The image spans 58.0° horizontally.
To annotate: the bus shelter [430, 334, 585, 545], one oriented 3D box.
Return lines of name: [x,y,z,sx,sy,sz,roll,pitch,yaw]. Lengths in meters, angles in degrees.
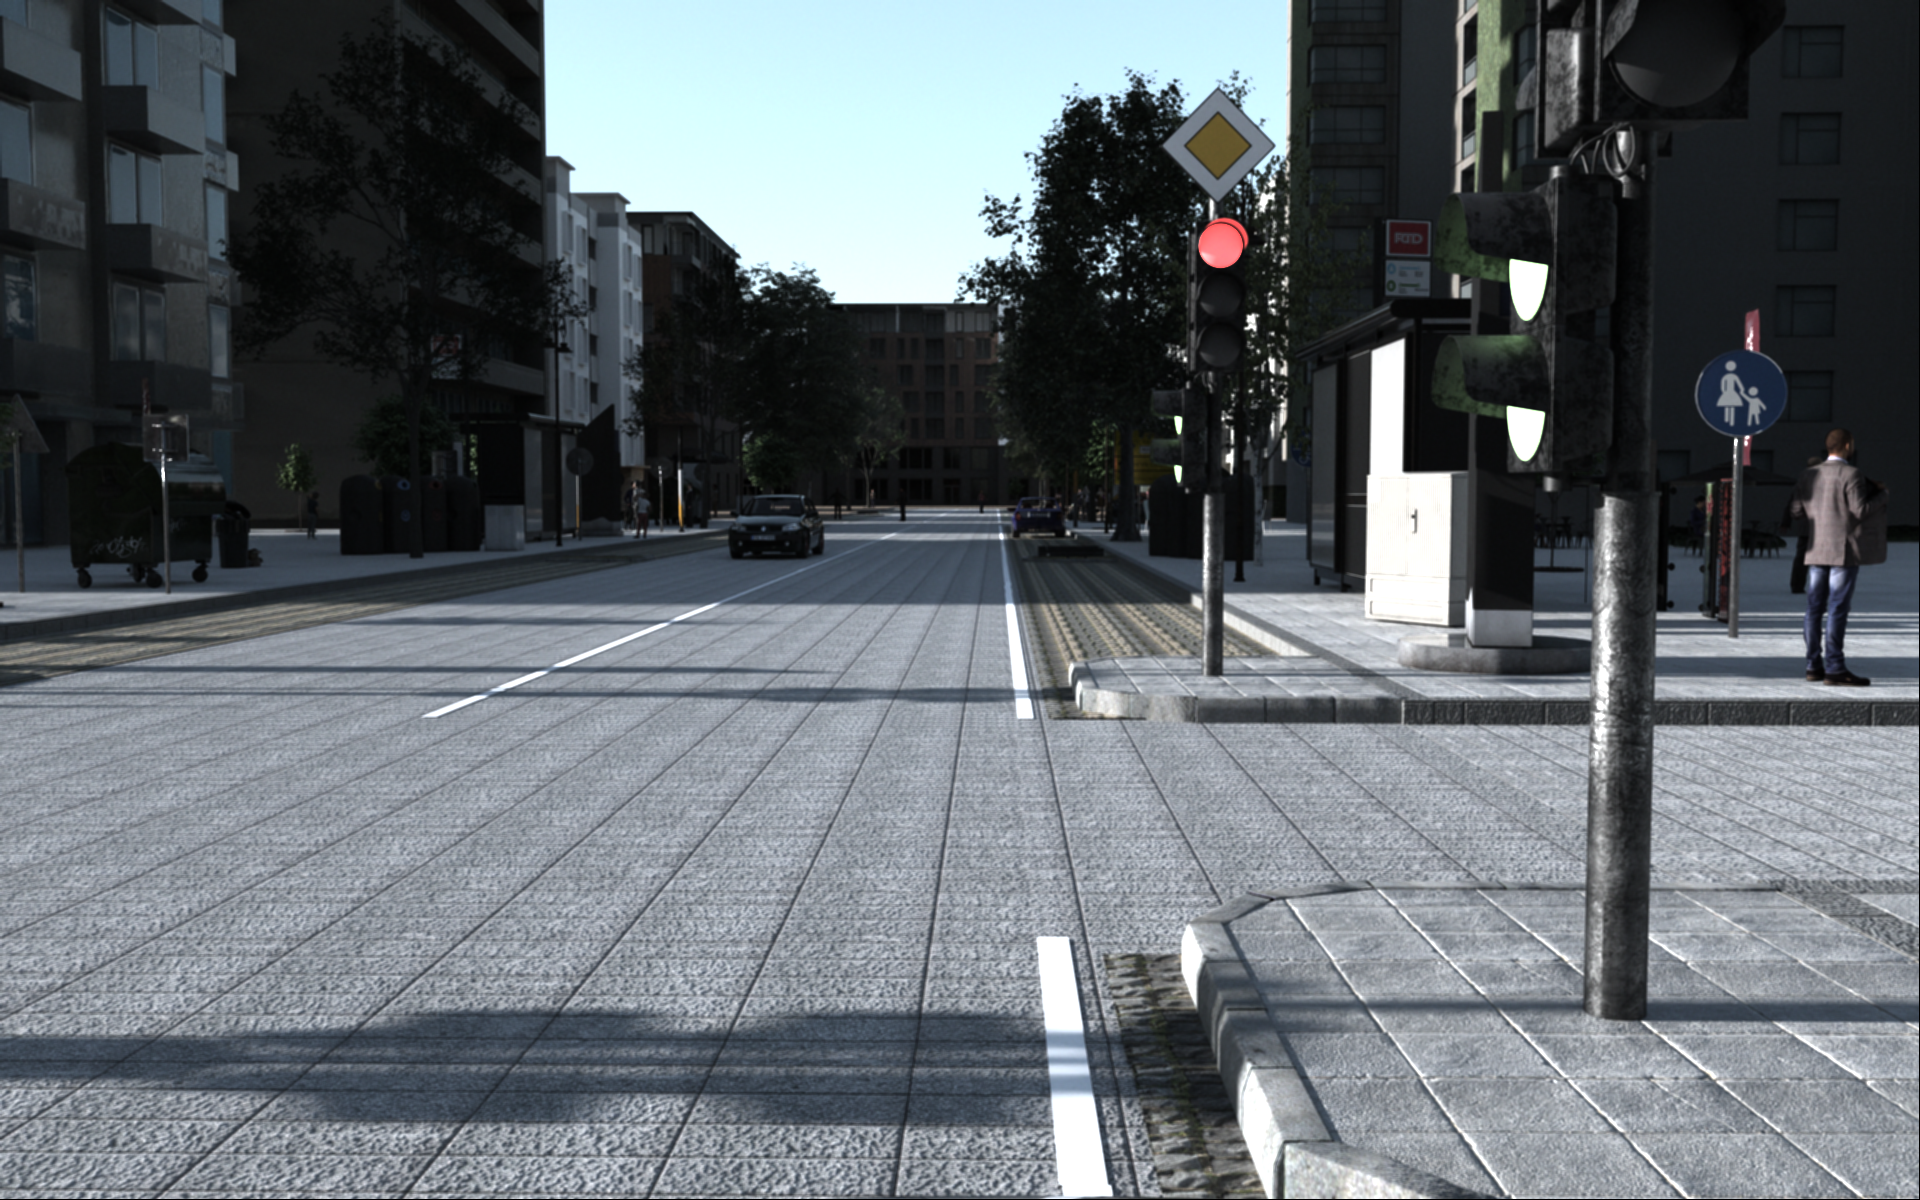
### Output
bus shelter: [-12.088,-4.185,46.061,2.179,5.291,8.768,0,4,1]

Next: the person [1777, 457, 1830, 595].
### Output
person: [10.961,-0.955,22.209,0.434,1.755,0.990,-2,4,-23]

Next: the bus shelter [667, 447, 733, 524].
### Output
bus shelter: [-11.550,-5.102,77.342,2.014,3.302,5.546,0,4,1]

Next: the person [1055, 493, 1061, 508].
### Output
person: [9.141,-9.266,160.729,0.628,1.438,0.799,2,4,27]

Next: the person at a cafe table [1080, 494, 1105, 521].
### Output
person at a cafe table: [6.509,-4.524,82.485,1.622,1.524,1.698,3,4,37]

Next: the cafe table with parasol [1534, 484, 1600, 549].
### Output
cafe table with parasol: [14.140,-2.215,41.074,2.610,1.966,2.610,0,4,0]

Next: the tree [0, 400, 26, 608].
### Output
tree: [-11.213,-1.509,19.271,1.663,3.219,1.824,0,3,0]

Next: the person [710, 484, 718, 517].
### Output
person: [-13.463,-5.436,94.928,0.705,1.824,1.348,-1,4,-21]

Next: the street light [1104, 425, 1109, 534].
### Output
street light: [4.749,-5.087,55.960,0.468,5.910,1.993,0,4,1]

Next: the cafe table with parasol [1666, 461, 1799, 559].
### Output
cafe table with parasol: [15.631,-1.843,35.004,2.610,1.966,2.610,1,4,18]

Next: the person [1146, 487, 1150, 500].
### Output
person: [13.213,-6.948,120.369,1.217,1.743,0.721,2,4,33]

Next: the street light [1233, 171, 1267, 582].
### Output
street light: [4.097,-3.207,25.223,0.468,5.910,1.993,0,4,1]

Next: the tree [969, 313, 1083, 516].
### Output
tree: [6.192,-11.758,102.619,12.009,13.543,11.850,0,3,0]

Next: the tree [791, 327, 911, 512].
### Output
tree: [-8.323,-13.281,127.520,12.009,13.543,11.850,0,3,0]

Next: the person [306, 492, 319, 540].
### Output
person: [-18.288,-2.382,48.898,0.435,1.345,0.340,0,4,2]

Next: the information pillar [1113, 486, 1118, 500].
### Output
information pillar: [7.417,-5.659,83.883,0.504,3.616,0.183,-1,4,-21]

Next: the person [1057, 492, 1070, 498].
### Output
person: [8.932,-8.796,149.802,1.348,1.831,0.705,-2,4,-28]

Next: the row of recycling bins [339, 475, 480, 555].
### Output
row of recycling bins: [-12.017,-1.880,37.851,1.069,1.692,3.534,2,4,32]

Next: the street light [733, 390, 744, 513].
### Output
street light: [-9.199,-6.114,72.757,0.468,5.910,1.993,0,4,1]

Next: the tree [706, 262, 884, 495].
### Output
tree: [-8.941,-11.506,94.772,9.857,13.997,8.962,0,3,0]

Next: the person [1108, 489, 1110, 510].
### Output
person: [6.965,-4.419,80.761,0.387,1.526,0.523,0,4,-1]

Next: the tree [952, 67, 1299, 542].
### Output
tree: [4.557,-7.956,47.081,9.611,12.733,9.660,0,3,0]

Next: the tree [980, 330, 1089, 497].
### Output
tree: [6.365,-13.342,124.795,9.857,13.997,8.962,0,3,0]

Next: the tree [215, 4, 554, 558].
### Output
tree: [-11.061,-6.100,34.144,8.767,10.594,7.601,1,4,21]

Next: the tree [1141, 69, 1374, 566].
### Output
tree: [5.253,-4.887,30.261,4.737,8.622,4.395,0,3,0]

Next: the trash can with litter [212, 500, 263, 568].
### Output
trash can with litter: [-12.654,-1.156,30.286,0.624,1.170,1.055,0,4,0]

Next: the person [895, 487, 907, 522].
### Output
person: [-3.023,-5.012,90.463,0.705,1.821,1.348,2,4,24]

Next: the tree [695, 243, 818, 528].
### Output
tree: [-9.273,-7.948,64.355,7.601,10.594,8.767,1,4,18]

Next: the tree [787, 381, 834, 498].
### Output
tree: [-9.259,-9.461,105.044,4.360,8.622,3.978,0,3,0]

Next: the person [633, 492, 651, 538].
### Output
person: [-9.261,-2.474,50.397,0.435,1.345,0.340,-3,5,-41]

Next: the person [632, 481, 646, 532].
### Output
person: [-10.721,-3.126,57.868,0.376,1.734,0.841,2,4,26]

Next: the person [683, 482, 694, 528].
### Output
person: [-10.495,-3.635,66.285,0.742,1.727,0.445,1,4,21]

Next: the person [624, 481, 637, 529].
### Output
person: [-11.825,-3.427,62.780,0.576,1.737,0.504,-2,4,-29]

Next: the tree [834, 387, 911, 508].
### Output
tree: [-8.389,-14.324,159.953,9.928,11.665,9.643,0,3,0]

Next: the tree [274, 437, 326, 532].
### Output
tree: [-22.301,-3.928,58.818,1.663,3.219,1.824,0,3,0]

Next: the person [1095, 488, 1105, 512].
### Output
person: [10.284,-7.313,126.336,1.217,1.736,0.721,-1,4,-23]

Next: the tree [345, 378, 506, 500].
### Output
tree: [-15.555,-3.975,48.708,4.285,4.588,4.351,0,3,0]

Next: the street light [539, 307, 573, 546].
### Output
street light: [-9.860,-4.260,42.432,0.468,5.910,1.993,0,4,1]

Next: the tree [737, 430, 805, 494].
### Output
tree: [-9.233,-6.176,84.695,4.285,4.588,4.351,0,3,0]

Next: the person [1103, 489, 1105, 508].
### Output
person: [13.517,-9.552,162.894,1.217,1.739,0.721,-2,4,-32]

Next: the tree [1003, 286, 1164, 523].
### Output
tree: [6.132,-9.336,78.402,9.928,11.665,9.643,0,3,0]

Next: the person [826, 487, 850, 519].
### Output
person: [-6.917,-5.470,98.067,1.348,1.807,0.705,0,4,4]

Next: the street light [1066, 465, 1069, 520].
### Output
street light: [5.372,-6.955,86.504,0.468,5.910,1.993,0,4,1]

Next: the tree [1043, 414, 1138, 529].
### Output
tree: [5.582,-4.873,63.382,4.285,4.588,4.351,0,3,0]

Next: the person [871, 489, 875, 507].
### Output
person: [-8.299,-9.562,162.913,0.750,1.759,0.617,3,5,40]

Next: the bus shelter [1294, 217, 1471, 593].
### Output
bus shelter: [5.765,-2.766,22.855,2.179,5.291,8.768,0,4,1]

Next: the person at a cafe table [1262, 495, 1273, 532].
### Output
person at a cafe table: [9.899,-3.088,59.010,1.698,1.524,1.622,-3,5,-42]

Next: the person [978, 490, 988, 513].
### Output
person: [1.675,-7.261,127.935,0.721,1.743,1.217,2,4,35]

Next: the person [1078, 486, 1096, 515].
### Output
person: [7.121,-5.555,97.602,1.217,1.736,0.721,1,4,14]

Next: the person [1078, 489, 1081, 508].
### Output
person: [11.101,-9.307,158.738,0.750,1.759,0.617,3,5,44]

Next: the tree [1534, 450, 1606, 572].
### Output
tree: [10.017,-2.092,28.808,1.663,3.219,1.824,0,3,0]

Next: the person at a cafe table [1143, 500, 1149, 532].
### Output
person at a cafe table: [7.093,-3.093,59.079,1.622,1.524,1.698,-1,4,-15]

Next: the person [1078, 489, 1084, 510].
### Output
person: [9.899,-8.162,140.435,0.756,1.711,0.436,0,4,7]

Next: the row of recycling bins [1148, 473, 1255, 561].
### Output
row of recycling bins: [4.859,-1.688,34.715,1.069,1.692,3.534,-1,4,-23]

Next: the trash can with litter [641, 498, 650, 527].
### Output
trash can with litter: [-12.508,-3.461,67.979,0.624,1.170,1.055,-1,4,-14]

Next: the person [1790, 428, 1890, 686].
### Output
person: [5.977,-0.299,11.747,0.431,1.722,0.655,-1,4,-13]
